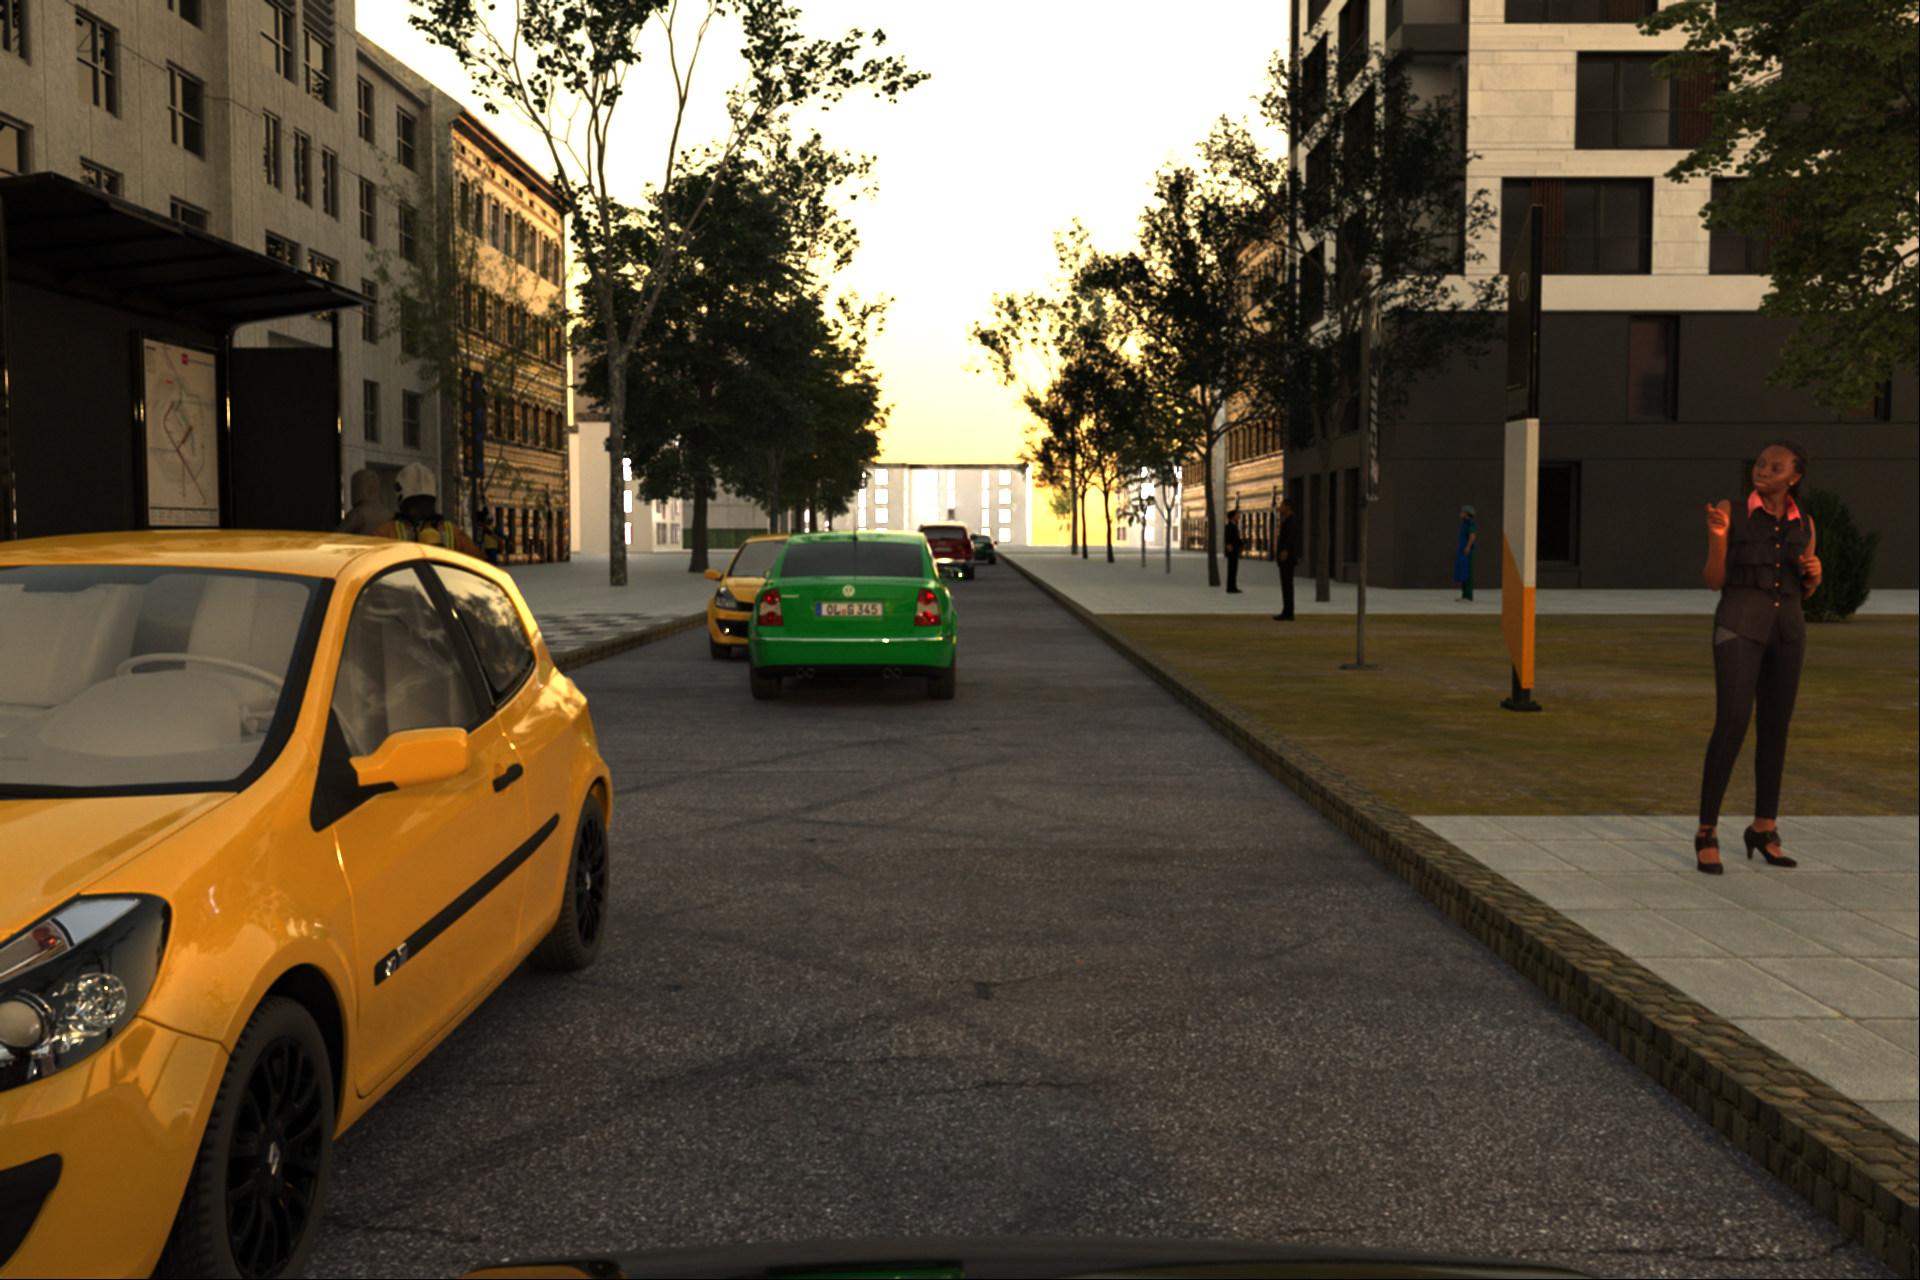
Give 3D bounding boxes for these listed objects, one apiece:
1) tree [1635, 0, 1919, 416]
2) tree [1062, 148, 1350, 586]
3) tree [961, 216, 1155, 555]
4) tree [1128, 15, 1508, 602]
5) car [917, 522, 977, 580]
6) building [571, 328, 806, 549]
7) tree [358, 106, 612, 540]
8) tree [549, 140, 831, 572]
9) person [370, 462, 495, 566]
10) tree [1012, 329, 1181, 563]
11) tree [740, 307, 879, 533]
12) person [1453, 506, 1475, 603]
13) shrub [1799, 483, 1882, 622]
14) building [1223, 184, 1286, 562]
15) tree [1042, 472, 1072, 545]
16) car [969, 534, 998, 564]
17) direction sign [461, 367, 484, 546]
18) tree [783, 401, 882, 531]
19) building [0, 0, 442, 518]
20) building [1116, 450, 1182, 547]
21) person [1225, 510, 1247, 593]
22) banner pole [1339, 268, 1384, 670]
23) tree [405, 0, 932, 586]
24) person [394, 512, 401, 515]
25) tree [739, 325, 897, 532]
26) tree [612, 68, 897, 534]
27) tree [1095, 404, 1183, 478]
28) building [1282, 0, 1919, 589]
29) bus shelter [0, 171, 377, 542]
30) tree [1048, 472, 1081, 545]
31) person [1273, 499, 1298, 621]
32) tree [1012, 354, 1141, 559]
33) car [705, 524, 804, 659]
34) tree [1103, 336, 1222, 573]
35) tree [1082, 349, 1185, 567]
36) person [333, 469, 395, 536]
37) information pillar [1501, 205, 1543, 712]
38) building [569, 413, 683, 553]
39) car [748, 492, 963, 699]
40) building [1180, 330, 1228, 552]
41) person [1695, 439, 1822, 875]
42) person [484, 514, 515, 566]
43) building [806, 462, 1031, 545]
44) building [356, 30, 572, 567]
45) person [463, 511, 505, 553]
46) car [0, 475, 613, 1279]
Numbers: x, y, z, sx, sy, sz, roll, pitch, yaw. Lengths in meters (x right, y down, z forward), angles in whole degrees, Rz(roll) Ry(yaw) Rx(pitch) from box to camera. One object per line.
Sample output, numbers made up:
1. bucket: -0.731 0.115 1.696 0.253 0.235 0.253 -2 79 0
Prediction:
1. tree: 10.726 -6.061 17.220 7.486 12.596 7.792 0 3 0
2. tree: 5.944 -6.609 42.464 7.601 10.594 8.767 1 4 10
3. tree: 6.274 -15.316 106.309 12.611 20.169 13.585 0 3 0
4. tree: 6.634 -5.988 32.322 8.767 10.594 7.601 3 5 42
5. car: -0.567 -2.877 55.713 2.281 1.827 5.304 0 4 0
6. building: -24.659 -18.215 164.274 16.747 18.905 31.486 0 4 1
7. tree: -8.829 -4.910 30.641 4.360 8.622 3.978 0 3 0
8. tree: -8.769 -9.249 57.878 9.857 13.997 8.962 0 3 0
9. person: -3.246 -0.131 10.364 1.354 1.858 0.705 -2 4 -34
10. tree: 6.523 -8.782 77.995 7.601 10.594 8.767 2 4 30
11. tree: -7.777 -10.265 85.956 7.486 12.596 7.792 0 3 0
12. person: 9.492 -1.617 32.561 0.704 1.817 1.347 0 4 7
13. shrub: 12.554 -1.282 25.385 1.690 2.028 1.600 0 3 0
14. building: 23.658 -15.519 84.669 19.493 23.208 18.063 0 3 0
15. tree: 11.780 -15.459 203.124 4.737 8.622 4.395 0 3 0
16. car: 0.769 -4.355 83.009 2.131 1.459 4.920 0 4 -1
17. direction sign: -6.728 -1.957 23.993 0.379 3.537 0.876 0 4 1
18. tree: -8.667 -11.535 114.353 9.928 11.665 9.643 0 3 0
19. building: -25.239 -10.636 40.360 16.747 18.905 31.486 0 4 0
20. building: 21.979 -14.623 181.240 9.099 9.664 28.070 0 3 0
21. person: 5.986 -1.935 37.828 0.705 1.806 1.347 2 4 23
22. banner pole: 3.821 -1.600 16.172 0.401 3.779 0.863 0 4 0
23. tree: -7.119 -11.374 41.852 12.611 20.169 13.585 0 3 0
24. person: -14.190 -2.317 43.812 1.347 1.837 0.705 1 4 17
25. tree: -8.366 -11.737 98.552 9.857 13.997 8.962 0 3 0
26. tree: -8.908 -13.307 73.461 12.611 20.169 13.585 0 3 0
27. tree: 21.300 -21.395 205.691 12.611 20.169 13.585 0 3 0
28. building: 23.985 -12.951 55.726 27.936 21.610 32.646 0 3 0
29. bus shelter: -6.717 -1.412 14.373 1.731 3.624 6.357 0 4 0
30. tree: 12.294 -15.173 198.447 4.737 8.622 4.395 0 3 0
31. person: 4.848 -1.199 25.821 0.704 1.802 1.346 0 4 7
32. tree: 6.211 -9.528 90.192 7.601 10.594 8.767 -1 4 -11
33. car: -2.020 -0.665 21.099 2.015 1.641 3.980 0 3 0
34. tree: 6.843 -6.536 57.234 4.737 8.622 4.395 0 3 0
35. tree: 7.101 -7.087 66.234 4.360 8.622 3.978 0 3 0
36. person: -4.894 -0.496 14.242 0.705 1.813 1.348 2 4 23
37. information pillar: 4.104 -1.303 12.651 0.183 3.616 0.504 0 4 -1
38. building: -25.890 -11.727 133.876 9.099 9.664 28.070 0 4 -1
39. car: -0.940 -0.464 16.390 1.959 1.807 4.718 0 4 -1
40. building: 27.012 -18.286 129.910 19.493 23.208 18.063 0 4 0
41. person: 3.056 0.055 6.608 0.415 1.643 0.593 3 5 43
42. person: -12.954 -2.562 47.857 1.349 1.833 0.705 1 4 16
43. building: -5.885 -15.845 203.664 28.070 9.664 9.099 0 4 6
44. building: -27.292 -14.649 70.447 19.493 23.208 18.063 0 4 0
45. person: -11.257 -2.092 40.355 1.345 1.843 0.704 -2 4 -27
46. car: -2.067 0.359 4.354 2.015 1.641 3.980 0 4 1
